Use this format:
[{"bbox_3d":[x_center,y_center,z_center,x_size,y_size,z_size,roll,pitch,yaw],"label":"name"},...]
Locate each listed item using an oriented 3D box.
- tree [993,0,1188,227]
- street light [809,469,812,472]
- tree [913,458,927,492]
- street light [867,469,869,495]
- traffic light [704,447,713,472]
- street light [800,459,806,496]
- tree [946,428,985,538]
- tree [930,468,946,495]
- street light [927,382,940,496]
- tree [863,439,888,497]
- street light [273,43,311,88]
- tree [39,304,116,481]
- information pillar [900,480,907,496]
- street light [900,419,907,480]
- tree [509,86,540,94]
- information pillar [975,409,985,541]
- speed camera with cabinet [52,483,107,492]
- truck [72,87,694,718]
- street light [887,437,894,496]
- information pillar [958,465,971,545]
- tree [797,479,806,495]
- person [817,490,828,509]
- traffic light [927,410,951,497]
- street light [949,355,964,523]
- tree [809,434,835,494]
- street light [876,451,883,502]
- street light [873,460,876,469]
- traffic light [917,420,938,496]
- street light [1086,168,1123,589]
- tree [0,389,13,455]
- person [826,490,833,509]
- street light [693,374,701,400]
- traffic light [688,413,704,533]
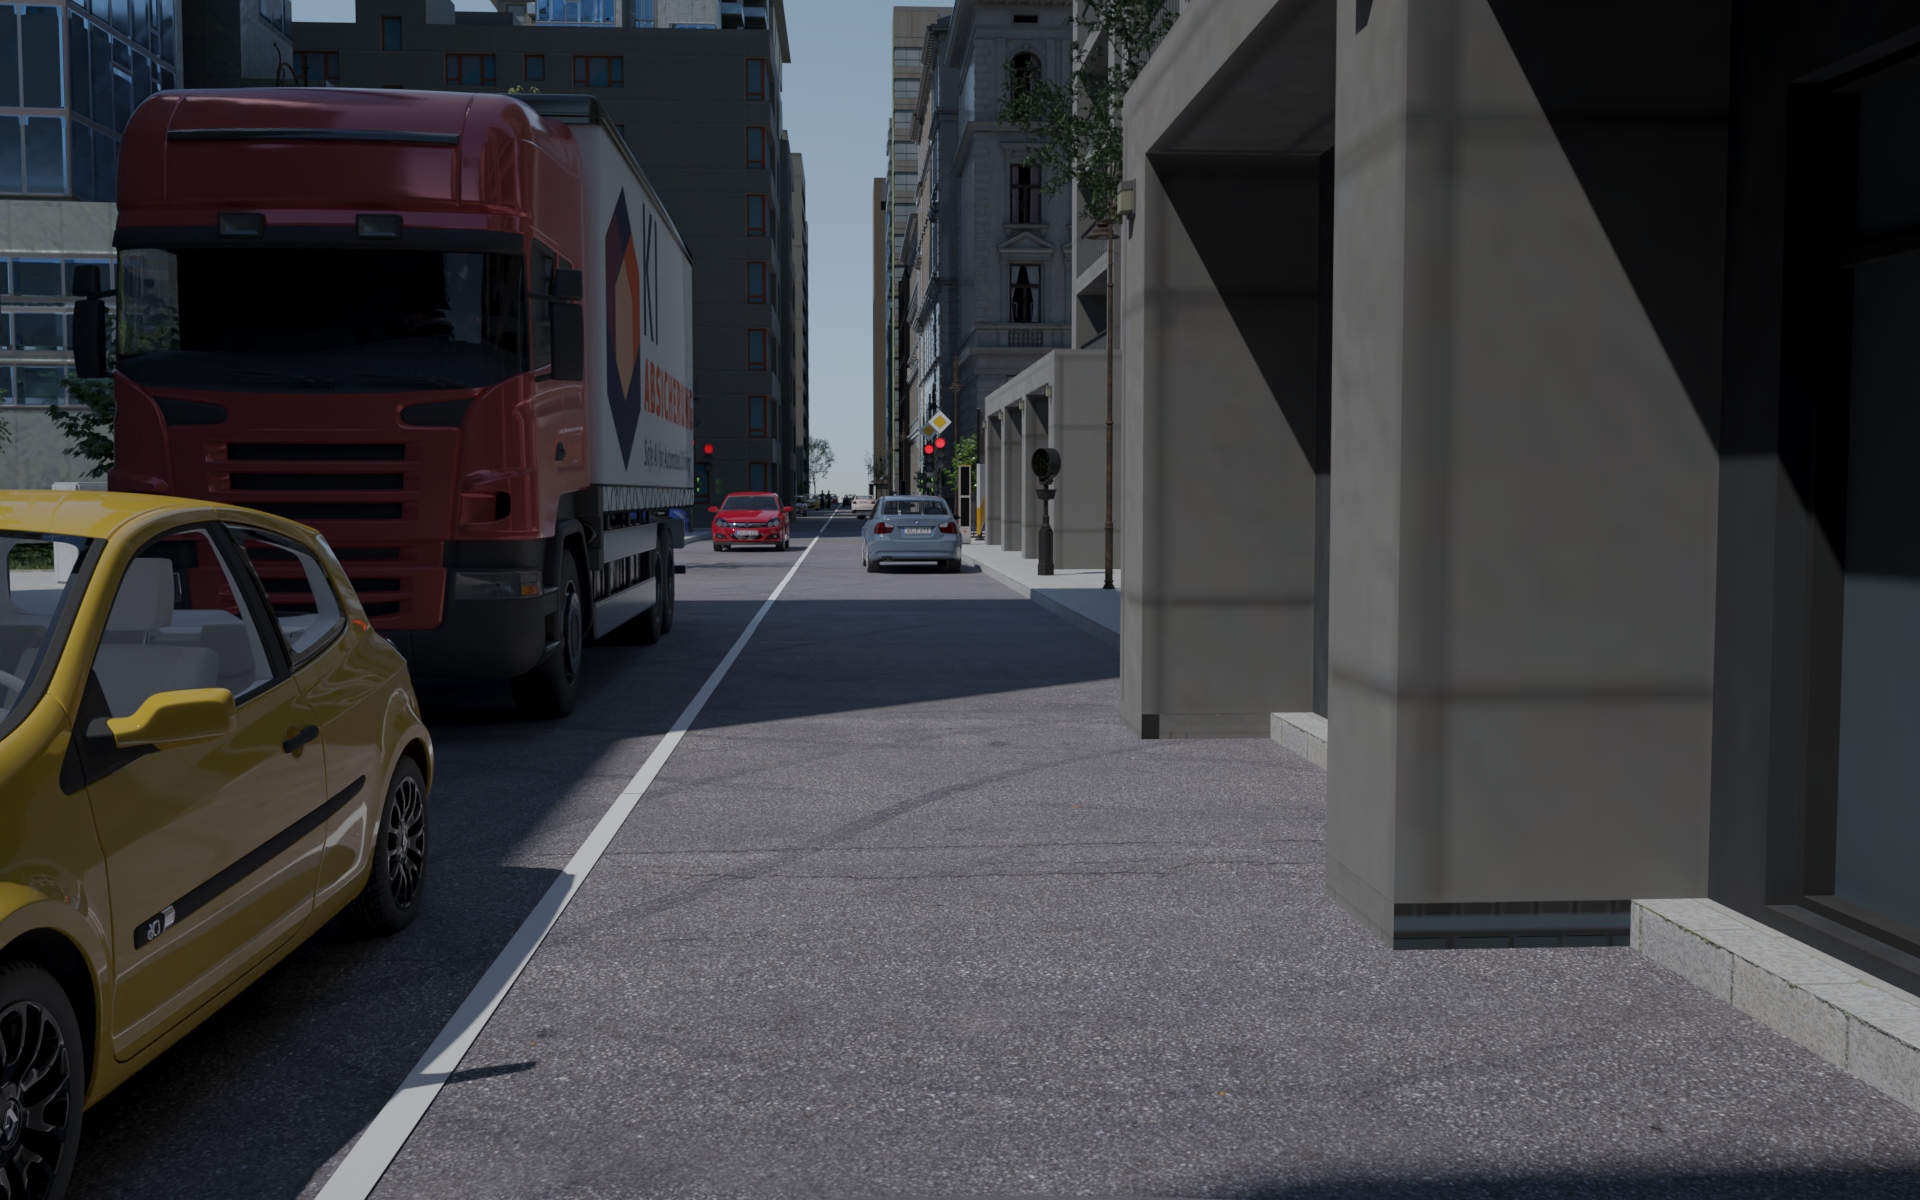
[{"bbox_3d":[3.823,-4.925,14.933,7.601,10.594,8.767,0,3,0],"label":"tree"},{"bbox_3d":[-22.525,-17.582,260.248,0.468,5.910,1.993,0,4,-4],"label":"street light"},{"bbox_3d":[-1.349,-5.084,77.720,1.663,3.219,1.824,0,3,0],"label":"tree"},{"bbox_3d":[-13.676,-17.920,265.784,0.468,5.910,1.993,0,4,-4],"label":"street light"},{"bbox_3d":[-9.454,-4.683,65.489,0.839,4.253,0.868,0,4,-4],"label":"traffic light"},{"bbox_3d":[-20.273,-15.483,225.938,0.468,5.910,1.993,0,4,-4],"label":"street light"},{"bbox_3d":[0.531,-3.438,50.809,1.663,3.219,1.824,0,3,0],"label":"tree"},{"bbox_3d":[0.177,-3.683,54.825,1.663,3.219,1.824,0,3,0],"label":"tree"},{"bbox_3d":[-1.103,-6.047,71.654,0.468,5.910,1.993,0,4,-4],"label":"street light"},{"bbox_3d":[-10.500,-16.898,226.637,4.360,8.622,3.978,0,3,0],"label":"tree"},{"bbox_3d":[-6.880,-2.788,18.378,0.468,5.910,1.993,0,4,-4],"label":"street light"},{"bbox_3d":[-7.175,-1.262,15.230,1.663,3.219,1.824,0,3,0],"label":"tree"},{"bbox_3d":[-3.011,-5.403,92.824,0.304,2.012,0.304,1,4,9],"label":"information pillar"},{"bbox_3d":[-3.449,-8.159,106.179,0.468,5.910,1.993,0,4,-4],"label":"street light"},{"bbox_3d":[-8.321,-4.917,30.764,4.737,8.622,4.395,0,3,0],"label":"tree"},{"bbox_3d":[0.578,-3.447,47.706,0.183,3.616,0.504,1,4,20],"label":"information pillar"},{"bbox_3d":[-12.279,-1.907,25.512,0.660,3.252,2.038,2,4,27],"label":"speed camera with cabinet"},{"bbox_3d":[-3.900,-1.559,14.405,2.839,4.237,11.283,0,4,-4],"label":"truck"},{"bbox_3d":[-6.016,-10.695,147.652,0.468,5.910,1.993,0,4,-4],"label":"street light"},{"bbox_3d":[0.117,-2.417,44.012,0.304,2.012,0.304,0,4,-4],"label":"information pillar"},{"bbox_3d":[-19.843,-13.541,215.997,1.663,3.219,1.824,0,3,0],"label":"tree"},{"bbox_3d":[-13.010,-9.475,163.433,1.348,1.823,0.705,2,4,26],"label":"person"},{"bbox_3d":[-0.696,-4.229,58.066,0.839,4.253,0.868,0,4,-4],"label":"traffic light"},{"bbox_3d":[-0.133,-5.196,57.737,0.468,5.910,1.993,0,4,-4],"label":"street light"},{"bbox_3d":[-25.286,-22.899,300.150,9.928,11.665,9.643,0,3,0],"label":"tree"},{"bbox_3d":[-8.317,-12.819,182.377,0.468,5.910,1.993,0,4,-4],"label":"street light"},{"bbox_3d":[-10.462,-14.926,216.833,0.468,5.910,1.993,0,4,-4],"label":"street light"},{"bbox_3d":[-1.211,-4.716,66.034,0.839,4.253,0.868,0,4,-4],"label":"traffic light"},{"bbox_3d":[2.012,-3.086,23.241,0.468,5.910,1.993,0,4,-4],"label":"street light"},{"bbox_3d":[-20.039,-3.015,33.011,4.285,4.588,4.351,0,3,0],"label":"tree"},{"bbox_3d":[-12.726,-9.770,168.332,0.705,1.812,1.348,-2,4,-33],"label":"person"},{"bbox_3d":[-9.956,-5.697,65.940,0.468,5.910,1.993,0,4,-4],"label":"street light"},{"bbox_3d":[-8.940,-4.196,57.520,0.839,4.253,0.868,0,4,-4],"label":"traffic light"}]
